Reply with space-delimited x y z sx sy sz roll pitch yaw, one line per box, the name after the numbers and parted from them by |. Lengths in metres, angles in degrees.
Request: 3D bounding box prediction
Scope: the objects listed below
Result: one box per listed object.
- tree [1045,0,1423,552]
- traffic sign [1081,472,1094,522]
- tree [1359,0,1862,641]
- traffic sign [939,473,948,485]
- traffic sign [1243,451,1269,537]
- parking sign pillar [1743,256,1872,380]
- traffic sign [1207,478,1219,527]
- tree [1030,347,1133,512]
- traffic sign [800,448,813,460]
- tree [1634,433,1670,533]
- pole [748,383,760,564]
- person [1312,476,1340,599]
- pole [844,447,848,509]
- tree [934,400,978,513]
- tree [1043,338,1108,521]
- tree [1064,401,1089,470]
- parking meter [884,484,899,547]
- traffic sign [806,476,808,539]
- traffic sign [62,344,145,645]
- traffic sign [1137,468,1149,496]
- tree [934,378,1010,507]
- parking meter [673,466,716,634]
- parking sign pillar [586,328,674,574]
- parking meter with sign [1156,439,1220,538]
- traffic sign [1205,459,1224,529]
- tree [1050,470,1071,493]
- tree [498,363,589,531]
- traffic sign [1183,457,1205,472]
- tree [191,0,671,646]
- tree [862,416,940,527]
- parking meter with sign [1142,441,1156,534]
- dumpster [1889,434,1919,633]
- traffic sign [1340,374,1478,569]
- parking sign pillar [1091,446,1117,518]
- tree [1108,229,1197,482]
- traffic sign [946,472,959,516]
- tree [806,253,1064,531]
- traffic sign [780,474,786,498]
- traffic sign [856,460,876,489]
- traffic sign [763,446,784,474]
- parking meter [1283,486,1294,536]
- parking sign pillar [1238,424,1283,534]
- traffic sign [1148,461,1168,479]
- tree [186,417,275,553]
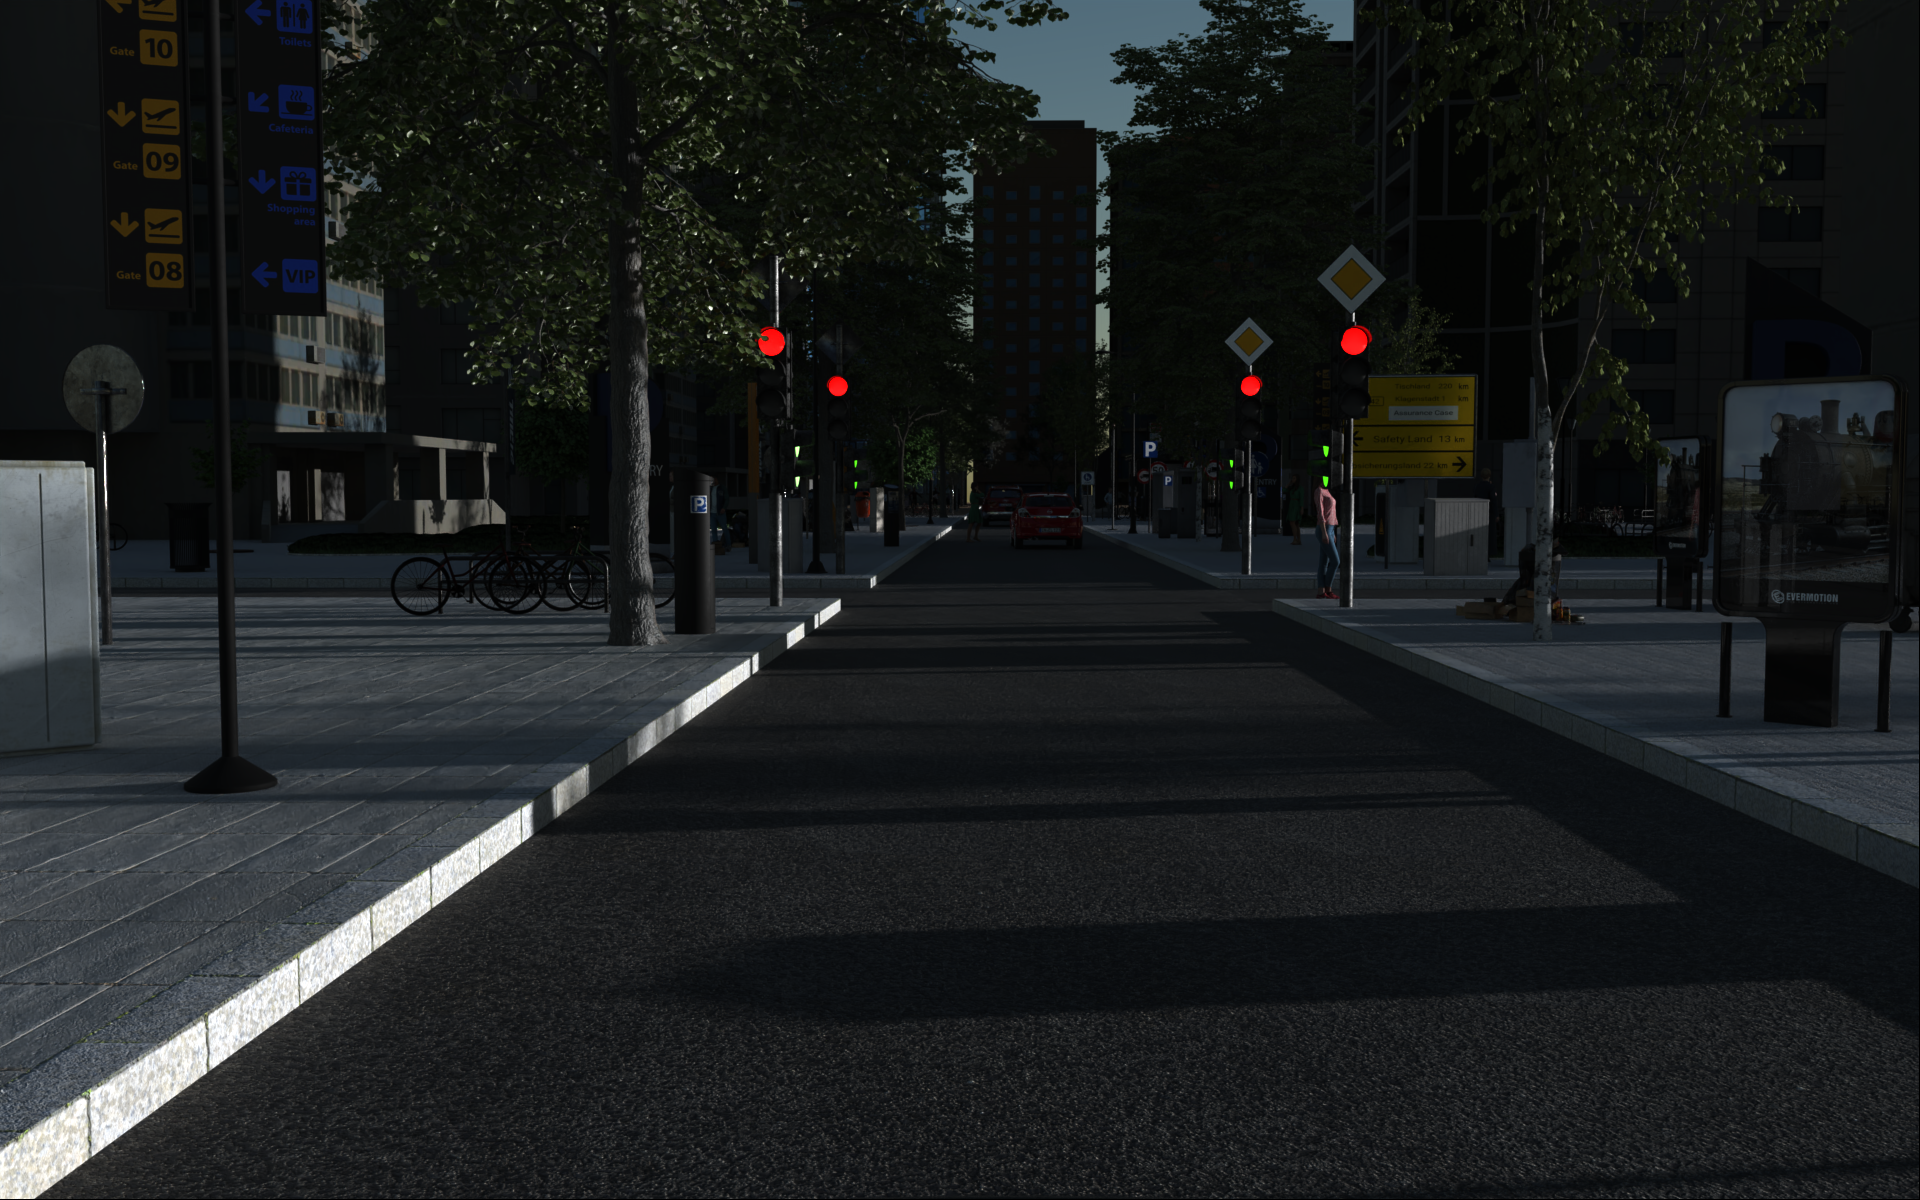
6.180 -7.332 38.005 7.486 12.596 7.792 0 3 0 | tree
5.827 -4.707 79.089 0.606 2.300 0.079 1 4 9 | traffic sign
5.300 -3.940 14.778 4.737 8.622 4.395 0 3 0 | tree
-0.908 -6.310 103.267 0.768 2.556 0.104 0 4 2 | traffic sign
8.844 -3.161 51.793 0.768 2.556 0.104 0 4 8 | traffic sign
9.490 -1.893 19.423 1.447 3.967 1.447 1 4 19 | parking sign pillar
9.946 -4.083 66.762 0.884 2.594 0.081 1 4 9 | traffic sign
8.420 -12.041 122.624 9.928 11.665 9.643 0 3 0 | tree
-3.949 -2.862 46.902 0.768 2.556 0.104 0 4 2 | traffic sign
22.540 -3.709 55.247 1.663 3.219 1.824 0 3 0 | tree
-3.788 -2.323 31.819 0.158 3.312 0.155 0 3 0 | pole
4.858 -0.885 22.976 0.388 1.821 0.555 1 4 11 | person
-4.924 -4.935 74.532 0.158 3.312 0.155 0 3 0 | pole
-0.316 -10.847 127.707 4.737 8.622 4.395 0 3 0 | tree
6.055 -8.012 81.366 4.737 8.622 4.395 0 3 0 | tree
7.722 -13.250 151.047 7.601 10.594 8.767 -2 4 -28 | tree
-1.678 -2.081 42.435 0.372 1.533 0.369 0 3 0 | parking meter
-4.367 -3.024 49.443 0.884 2.594 0.081 0 4 6 | traffic sign
-7.276 -0.893 14.702 0.768 2.556 0.104 1 4 9 | traffic sign
9.186 -5.270 86.272 0.768 2.556 0.104 0 4 7 | traffic sign
0.283 -16.156 174.526 12.009 13.543 11.850 0 3 0 | tree
-2.446 -0.462 15.958 0.372 1.533 0.369 0 3 0 | parking meter
-5.397 -2.435 28.291 1.447 3.967 1.447 3 5 45 | parking sign pillar
6.623 -3.296 50.149 1.738 3.016 0.543 0 4 6 | parking meter with sign
9.322 -3.888 63.668 0.768 2.556 0.104 0 4 5 | traffic sign
8.090 -8.920 140.449 1.663 3.219 1.824 0 3 0 | tree
-10.016 -3.663 43.603 4.285 4.588 4.351 0 3 0 | tree
8.071 -3.647 59.729 0.768 2.556 0.104 0 4 8 | traffic sign
-2.725 -5.865 14.019 7.486 12.596 7.792 0 3 0 | tree
-2.313 -5.220 69.062 4.285 4.588 4.351 0 3 0 | tree
6.564 -3.665 56.191 0.543 3.016 1.738 -2 4 -24 | parking meter with sign
9.202 -0.663 16.600 1.264 1.857 1.865 0 4 1 | dumpster
7.620 -2.180 29.515 2.265 3.308 0.079 0 4 8 | traffic sign
7.884 -6.496 94.677 1.447 3.967 1.447 3 5 41 | parking sign pillar
6.665 -5.879 46.477 4.737 8.622 4.395 0 3 0 | tree
-0.422 -6.156 100.749 0.768 2.556 0.104 0 4 6 | traffic sign
-2.295 -7.696 60.239 8.767 10.594 7.601 3 5 44 | tree
-5.393 -3.248 53.208 0.768 2.556 0.104 0 4 4 | traffic sign
-3.756 -5.183 78.623 2.265 3.308 0.079 0 4 4 | traffic sign
-4.555 -2.654 43.499 0.768 2.556 0.104 0 4 3 | traffic sign
10.080 -2.732 53.074 0.372 1.533 0.369 0 3 0 | parking meter
9.655 -4.103 55.555 1.447 3.967 1.447 1 4 13 | parking sign pillar
7.730 -4.129 67.617 0.768 2.556 0.104 0 4 8 | traffic sign
-16.187 -2.659 38.069 1.663 3.219 1.824 0 3 0 | tree
